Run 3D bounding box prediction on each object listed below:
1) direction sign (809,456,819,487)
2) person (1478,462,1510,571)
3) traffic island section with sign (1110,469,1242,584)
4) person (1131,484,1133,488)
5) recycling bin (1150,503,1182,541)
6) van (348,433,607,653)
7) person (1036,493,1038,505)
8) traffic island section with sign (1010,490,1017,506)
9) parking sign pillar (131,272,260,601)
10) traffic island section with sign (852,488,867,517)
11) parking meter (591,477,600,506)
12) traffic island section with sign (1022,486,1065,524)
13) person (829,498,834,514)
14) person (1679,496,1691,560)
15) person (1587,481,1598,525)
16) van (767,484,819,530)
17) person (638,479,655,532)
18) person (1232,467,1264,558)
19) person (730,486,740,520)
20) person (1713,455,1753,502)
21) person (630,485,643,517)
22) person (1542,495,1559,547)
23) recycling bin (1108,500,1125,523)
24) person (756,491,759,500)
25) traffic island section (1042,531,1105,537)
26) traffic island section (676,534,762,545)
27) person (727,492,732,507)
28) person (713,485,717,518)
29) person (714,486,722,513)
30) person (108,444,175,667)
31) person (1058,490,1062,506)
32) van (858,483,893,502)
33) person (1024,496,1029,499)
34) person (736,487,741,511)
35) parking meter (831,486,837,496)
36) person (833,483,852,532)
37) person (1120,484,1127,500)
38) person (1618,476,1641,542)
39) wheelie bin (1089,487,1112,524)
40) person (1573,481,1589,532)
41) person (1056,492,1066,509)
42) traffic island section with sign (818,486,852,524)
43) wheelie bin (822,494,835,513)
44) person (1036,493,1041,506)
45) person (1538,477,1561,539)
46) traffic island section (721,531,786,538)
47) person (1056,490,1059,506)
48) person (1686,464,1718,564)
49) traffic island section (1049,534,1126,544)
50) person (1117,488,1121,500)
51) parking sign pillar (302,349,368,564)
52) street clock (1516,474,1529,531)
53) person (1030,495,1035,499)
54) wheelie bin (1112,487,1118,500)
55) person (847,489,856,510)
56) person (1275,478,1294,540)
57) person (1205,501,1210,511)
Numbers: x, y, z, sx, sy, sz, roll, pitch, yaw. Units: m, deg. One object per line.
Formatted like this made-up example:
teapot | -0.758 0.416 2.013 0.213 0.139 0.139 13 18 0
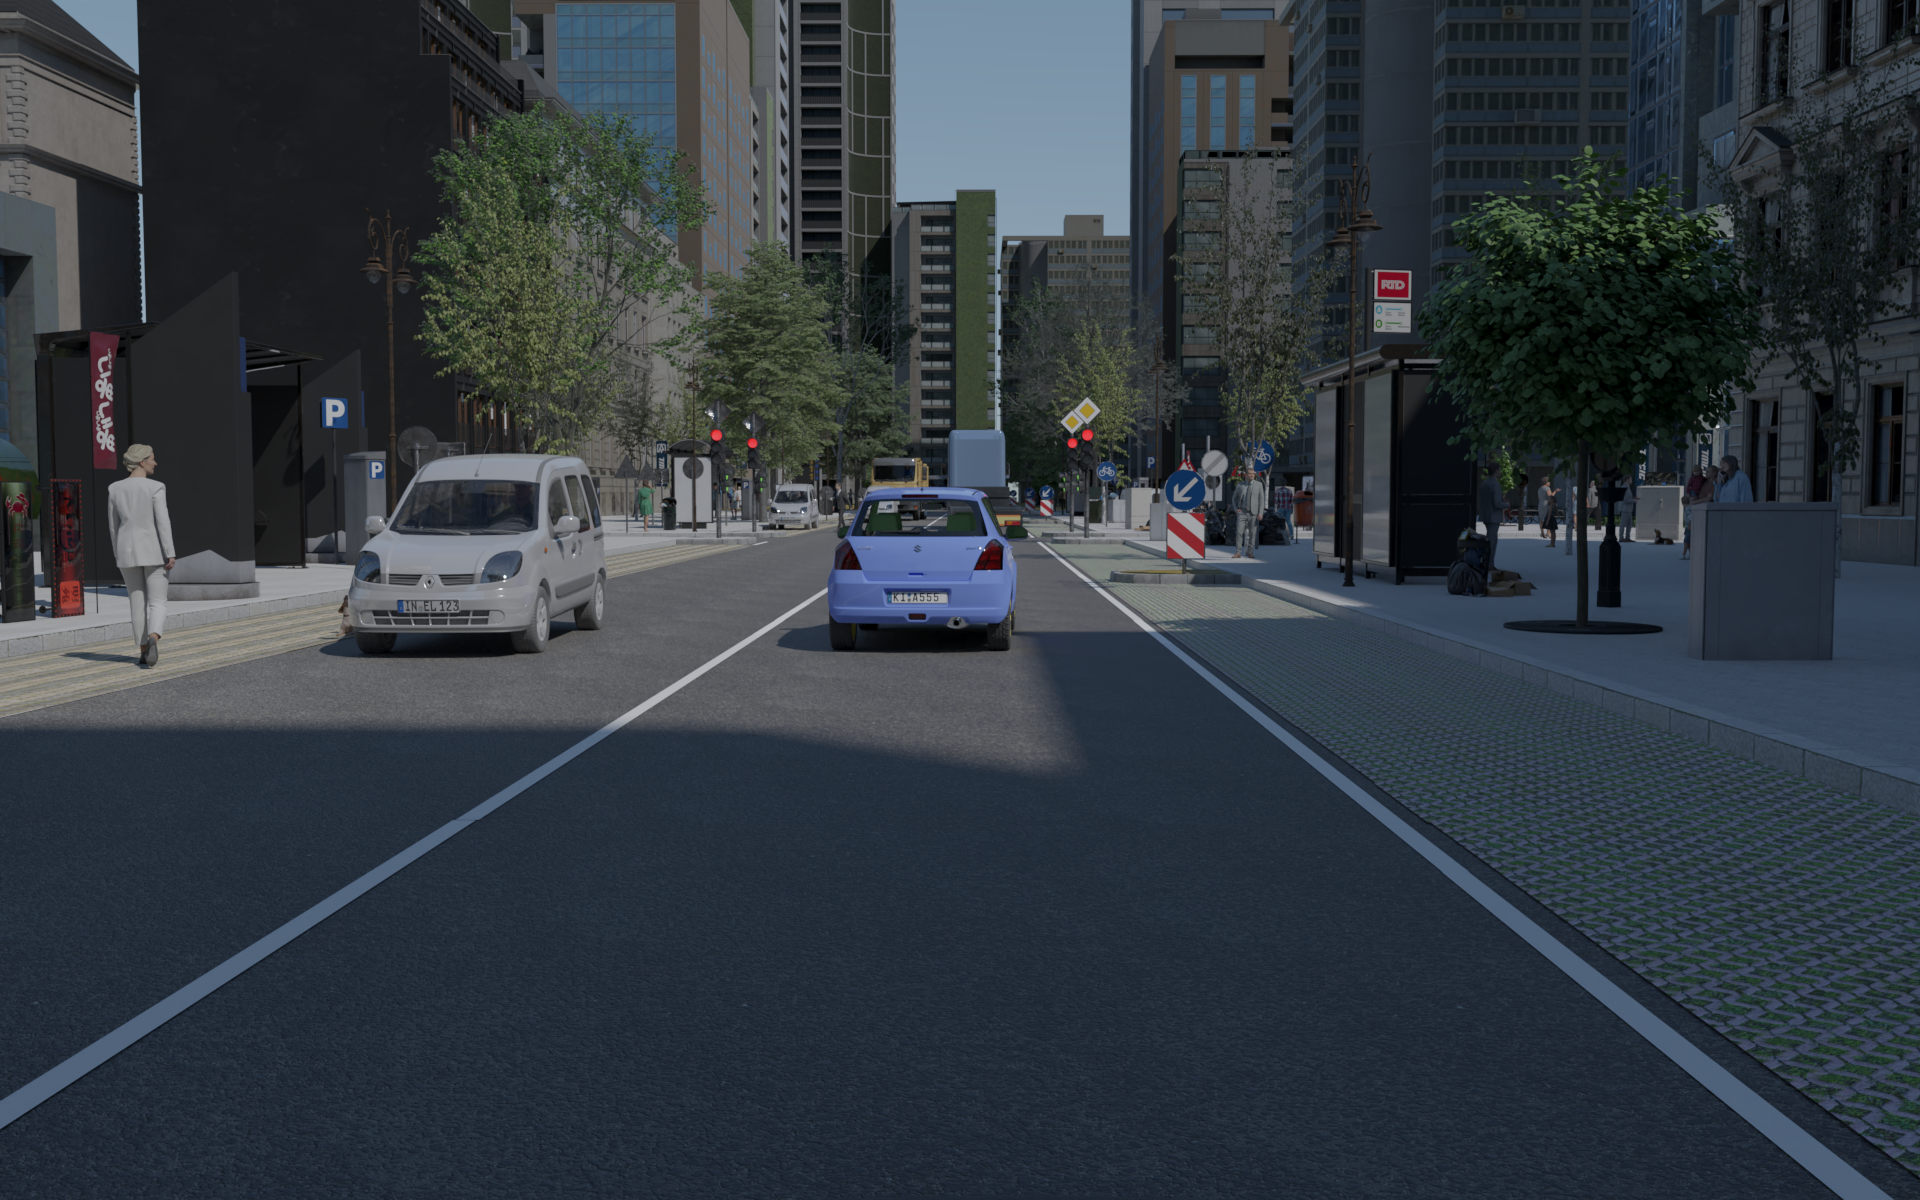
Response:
direction sign | -8.726 -6.814 103.401 0.379 3.537 0.876 2 4 33
person | 8.744 -1.343 28.194 0.583 1.804 0.606 -1 4 -12
traffic island section with sign | 3.484 -1.204 28.309 1.989 1.847 2.006 0 4 1
person | 10.652 -6.218 107.071 0.474 1.900 0.648 -2 4 -32
recycling bin | 5.633 -2.129 47.369 0.722 1.027 0.722 2 4 25
van | -4.593 -0.604 16.894 2.013 2.044 4.112 0 4 -1
person | 8.851 -11.846 200.447 0.721 1.743 1.217 3 4 37
traffic island section with sign | 4.325 -6.223 110.379 1.989 1.847 2.006 0 4 1
parking sign pillar | -9.439 -2.009 21.318 1.447 3.967 1.447 0 4 3
traffic island section with sign | -6.086 -6.210 110.155 1.989 1.847 2.006 0 4 1
parking meter | -12.538 -3.288 59.474 0.255 1.863 0.399 1 4 11
traffic island section with sign | 4.034 -4.574 83.416 1.989 1.847 2.006 0 4 1
person | -8.462 -6.331 113.832 0.394 1.301 0.425 -2 4 -26
person | 14.228 -1.415 33.862 0.332 1.250 0.352 -2 4 -35
person | 23.716 -3.583 65.026 0.661 1.777 0.834 -2 4 -30
van | -6.705 -3.850 69.963 2.013 2.044 4.112 0 4 1
person | -10.772 -3.244 59.328 0.600 1.795 0.529 0 4 4
person | 5.756 -1.744 34.651 0.635 1.810 0.391 0 4 5
person | -11.168 -4.813 85.737 0.522 1.701 0.512 -1 4 -11
person | 10.162 -1.000 22.654 0.793 1.790 0.793 -3 5 -43
person | -18.048 -5.556 96.659 0.755 1.850 0.659 1 4 23
person | 14.228 -1.899 41.755 0.373 1.253 0.362 3 4 37
recycling bin | 7.037 -3.947 77.090 0.722 1.027 0.722 -1 4 -12
person | -11.472 -5.496 95.871 0.822 1.834 0.622 1 4 13
traffic island section | 3.782 -2.204 58.318 2.009 0.180 2.903 0 4 1
traffic island section | -7.042 -1.723 50.449 2.009 0.180 2.903 0 4 1
person | -18.401 -7.919 138.755 0.697 1.427 0.421 2 4 33
person | -13.147 -5.285 92.797 0.601 1.785 0.444 -1 4 -20
person | -16.758 -6.910 118.936 0.836 1.842 0.656 0 4 2
person | -6.739 -0.360 14.265 0.514 1.842 0.818 -1 4 -19
person | 10.631 -10.822 183.083 1.348 1.812 0.705 3 5 41
van | -4.016 -4.855 86.398 2.013 2.044 4.112 0 4 1
person | 7.913 -11.999 202.246 0.705 1.822 1.348 3 4 37
person | -16.549 -7.601 130.197 0.514 1.842 0.818 -3 4 -38
parking meter | -8.645 -6.895 118.452 0.399 1.863 0.255 0 4 3
person | -4.454 -3.412 64.060 0.755 1.850 0.659 -3 5 -41
person | 9.432 -5.648 98.271 0.514 1.842 0.818 -3 5 -40
person | 17.748 -2.426 45.903 0.583 1.804 0.606 1 4 13
wheelie bin | 5.918 -4.129 75.414 0.980 1.594 0.693 2 4 28
person | 21.078 -3.228 58.915 0.616 1.811 0.778 1 4 20
person | 8.975 -8.816 150.316 1.348 1.807 0.705 0 4 -1
traffic island section with sign | -6.372 -4.561 83.202 1.989 1.847 2.006 0 4 1
wheelie bin | -8.837 -6.584 115.550 0.980 1.594 0.693 -3 5 -41
person | 8.628 -11.107 187.276 0.705 1.869 1.348 3 5 39
person | 16.980 -2.658 49.857 0.532 1.782 0.716 -1 4 -14
traffic island section | -6.959 -2.211 58.434 2.009 0.180 2.903 0 4 1
person | 9.989 -10.643 180.146 0.705 1.814 1.350 2 4 26
person | 13.649 -1.580 31.845 0.580 1.828 0.573 1 4 22
traffic island section | 3.699 -1.716 50.333 2.009 0.180 2.903 0 4 1
person | 14.490 -9.280 157.635 0.709 1.838 0.599 -3 5 -40
parking sign pillar | -11.829 -2.694 32.526 1.447 3.967 1.447 0 4 3
street clock | 19.595 -3.418 60.454 0.471 2.002 0.358 1 4 16
person | 7.775 -11.226 190.292 1.217 1.736 0.721 -2 4 -35
wheelie bin | 6.970 -4.516 81.751 0.980 1.594 0.693 1 4 22
person | -9.010 -8.261 141.890 1.217 1.735 0.721 -3 4 -36
person | 9.135 -2.562 48.777 0.563 1.720 0.643 0 4 -8
person | 11.022 -4.254 76.273 0.598 1.740 0.731 -1 4 -18
